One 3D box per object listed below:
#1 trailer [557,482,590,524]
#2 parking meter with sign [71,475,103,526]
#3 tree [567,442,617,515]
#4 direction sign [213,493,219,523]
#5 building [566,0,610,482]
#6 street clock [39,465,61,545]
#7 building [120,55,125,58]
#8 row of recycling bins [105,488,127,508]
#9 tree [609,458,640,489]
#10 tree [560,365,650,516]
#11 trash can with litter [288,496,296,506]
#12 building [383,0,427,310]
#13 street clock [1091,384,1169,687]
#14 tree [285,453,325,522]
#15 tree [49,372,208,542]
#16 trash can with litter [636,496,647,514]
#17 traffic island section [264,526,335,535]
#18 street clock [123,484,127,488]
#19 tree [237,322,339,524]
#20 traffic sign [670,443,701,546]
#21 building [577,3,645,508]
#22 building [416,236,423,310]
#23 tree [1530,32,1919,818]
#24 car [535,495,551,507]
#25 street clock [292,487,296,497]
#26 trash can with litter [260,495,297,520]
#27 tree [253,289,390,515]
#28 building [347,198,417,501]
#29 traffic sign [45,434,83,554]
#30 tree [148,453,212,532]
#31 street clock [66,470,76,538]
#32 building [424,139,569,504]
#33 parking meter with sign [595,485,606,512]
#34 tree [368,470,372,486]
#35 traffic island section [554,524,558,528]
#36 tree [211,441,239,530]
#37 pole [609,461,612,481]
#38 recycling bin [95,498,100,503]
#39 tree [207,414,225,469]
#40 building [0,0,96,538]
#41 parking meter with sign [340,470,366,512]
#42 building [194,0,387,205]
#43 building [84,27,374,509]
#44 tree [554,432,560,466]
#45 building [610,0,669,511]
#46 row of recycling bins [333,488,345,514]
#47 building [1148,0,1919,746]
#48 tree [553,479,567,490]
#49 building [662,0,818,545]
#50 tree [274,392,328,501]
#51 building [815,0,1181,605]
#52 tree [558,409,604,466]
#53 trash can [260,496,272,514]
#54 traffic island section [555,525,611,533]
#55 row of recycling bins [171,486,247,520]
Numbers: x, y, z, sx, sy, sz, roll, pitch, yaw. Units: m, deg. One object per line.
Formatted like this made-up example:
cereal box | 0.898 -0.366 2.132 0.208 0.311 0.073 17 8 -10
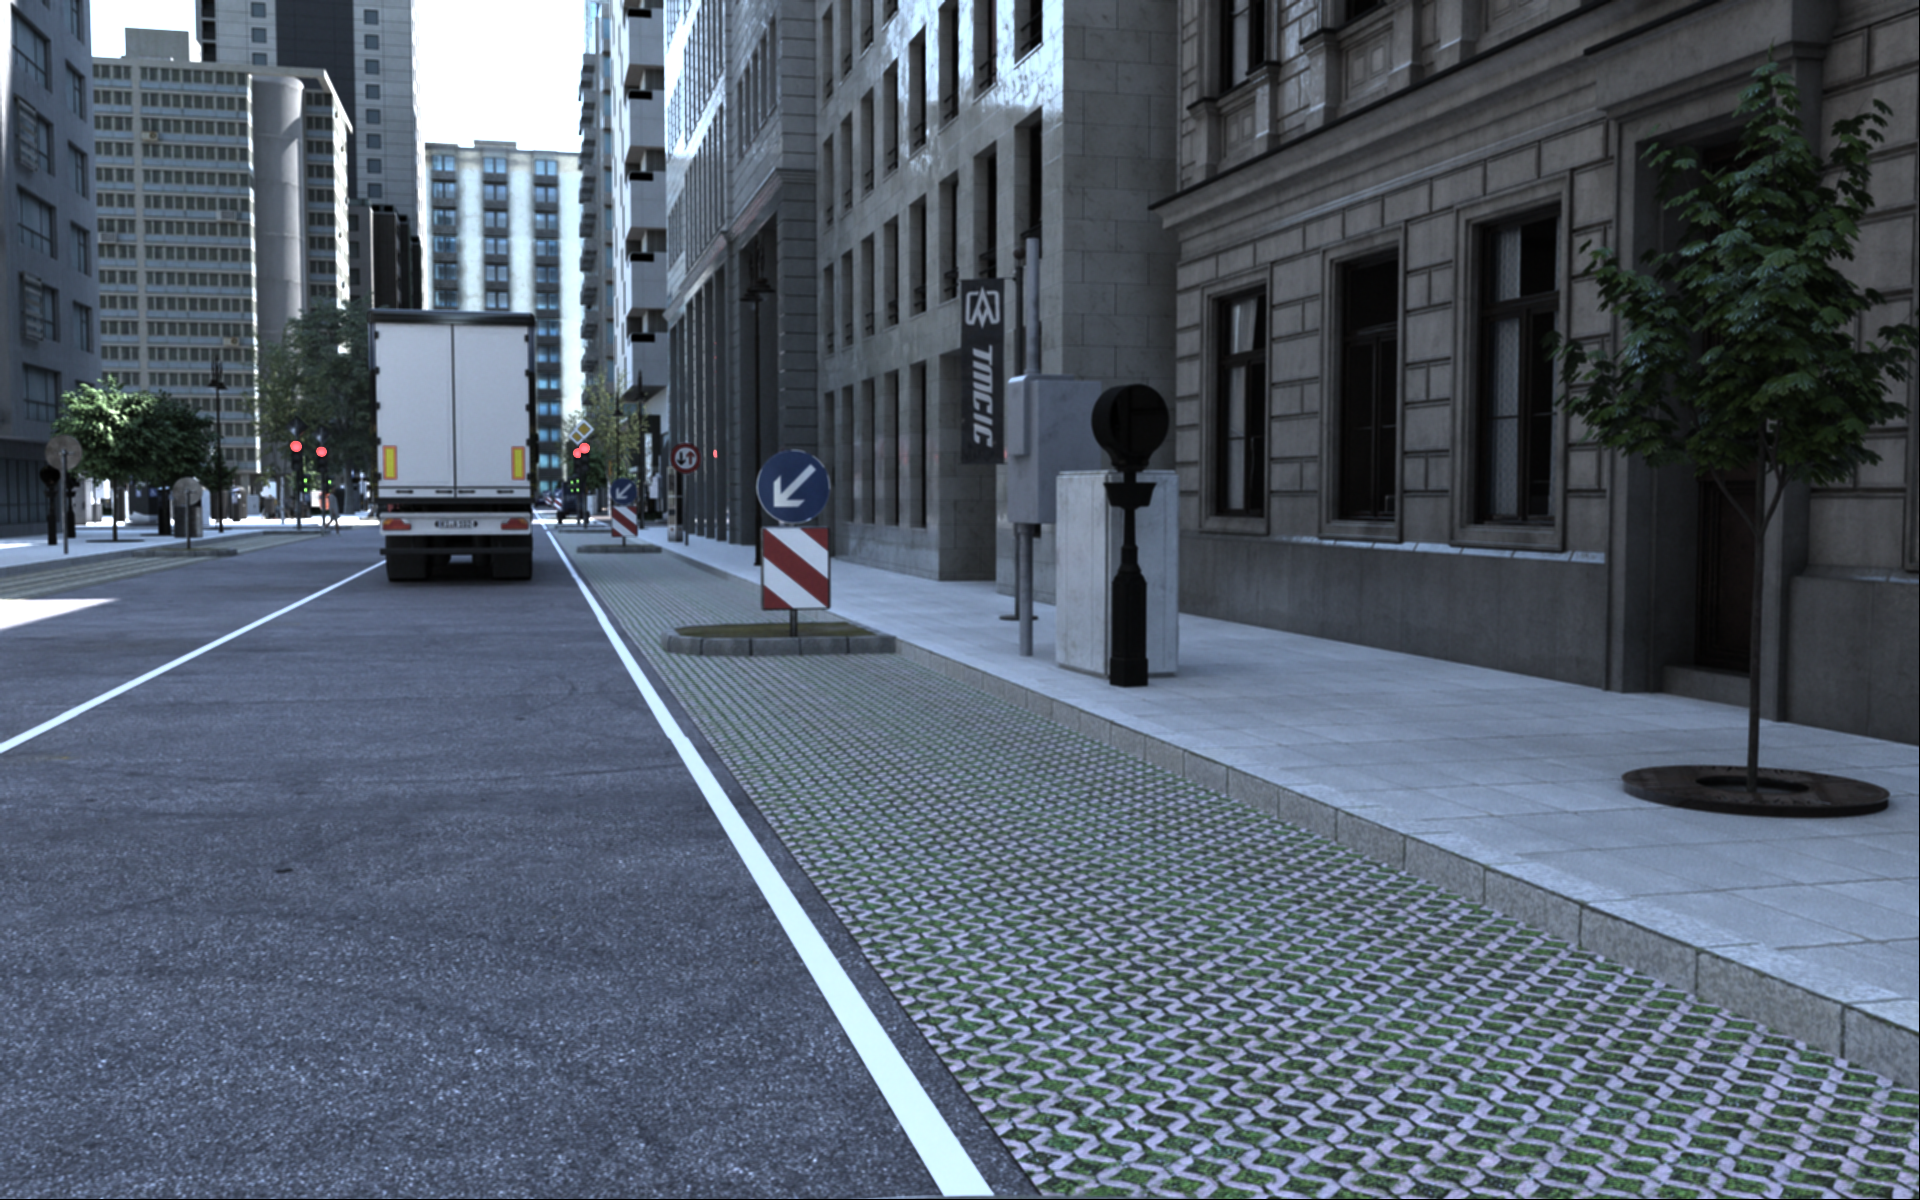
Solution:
trailer | -18.293 -4.567 81.711 1.471 1.999 3.904 -1 4 -15
parking meter with sign | -39.127 -4.954 77.259 0.543 3.016 1.738 1 4 20
tree | -22.708 -7.582 107.687 4.285 4.588 4.351 0 3 0
direction sign | -32.801 -5.165 76.449 0.379 3.537 0.876 -1 4 -22
building | -35.232 -54.554 204.635 22.319 86.520 31.000 -1 4 -14
street clock | -22.849 -2.384 43.549 0.471 2.002 0.358 -2 4 -24
building | -93.490 -34.986 195.714 21.600 48.544 21.300 -1 4 -14
row of recycling bins | -54.308 -6.410 111.911 1.069 1.692 3.534 -3 5 -42
tree | -18.082 -5.983 92.428 1.663 3.219 1.824 0 3 0
tree | -20.079 -9.159 100.111 4.737 8.622 4.395 0 3 0
trash can with litter | -47.624 -6.865 123.631 0.624 1.170 1.055 0 4 -4
building | -73.241 -46.653 201.030 20.611 71.187 20.563 -1 4 -14
street clock | 1.131 -0.427 11.552 0.471 2.002 0.358 -2 4 -26
tree | -30.365 -5.223 80.004 1.663 3.219 1.824 0 3 0
tree | -22.777 -3.844 46.571 4.285 4.588 4.351 0 3 0
trash can with litter | -17.912 -5.337 98.651 1.055 1.170 0.624 1 4 18
traffic island section | -23.745 -2.440 62.170 2.009 0.180 2.903 -1 4 -14
street clock | -58.868 -7.204 122.354 0.358 2.002 0.471 1 4 20
tree | -29.231 -7.615 74.862 4.737 8.622 4.395 0 3 0
traffic sign | -6.805 -2.627 43.057 0.768 2.556 0.104 0 4 -6
building | -26.940 -33.996 175.449 23.786 49.044 30.456 -1 4 -14
building | -64.833 -25.256 184.640 14.160 30.474 14.107 -1 4 -14
tree | 3.492 -0.778 7.323 1.663 3.219 1.824 0 3 0
car | -45.721 -10.841 189.826 1.945 1.354 3.894 -1 4 -14
street clock | -52.689 -8.121 137.342 0.471 2.002 0.358 -1 4 -12
trash can with litter | -33.709 -4.564 85.673 2.233 1.210 1.678 -2 4 -35
tree | -37.864 -12.230 106.623 9.857 13.997 8.962 0 3 0
building | -61.519 -24.382 170.340 14.160 30.474 14.107 -1 4 -14
traffic sign | -19.160 -2.259 37.045 0.768 2.556 0.104 0 4 -6
tree | -26.774 -3.941 59.038 1.663 3.219 1.824 0 3 0
street clock | -25.961 -2.811 50.530 0.358 2.002 0.471 0 4 -7
building | -63.181 -37.747 236.778 30.456 49.044 23.786 -1 4 -14
parking meter with sign | -25.422 -7.635 121.085 1.738 3.016 0.543 2 4 29
tree | -44.291 -9.202 134.166 4.285 4.588 4.351 0 3 0
traffic island section | -15.906 -3.063 72.364 2.009 0.180 2.903 -1 4 -14
tree | -26.723 -4.148 62.427 1.663 3.219 1.824 0 3 0
pole | -21.309 -6.832 105.548 0.158 3.312 0.155 0 3 0
recycling bin | -64.879 -7.157 129.578 0.722 1.027 0.722 1 4 12
tree | -24.648 -4.286 53.797 4.285 4.588 4.351 0 3 0
building | -34.795 -22.544 52.188 14.086 41.232 14.154 -1 4 -14
parking meter with sign | -43.274 -7.792 123.665 0.543 3.016 1.738 2 4 32
building | -87.417 -48.290 227.796 20.611 71.187 20.563 -1 4 -14
building | -66.195 -27.974 149.255 32.217 40.220 23.993 -1 4 -14
tree | -34.347 -12.565 155.801 4.737 8.622 4.395 0 3 0
building | -11.813 -33.069 129.909 28.713 52.752 27.495 -1 4 -14
row of recycling bins | -40.296 -6.457 112.677 1.069 1.692 3.534 -1 4 -10
building | 9.006 -8.958 11.094 10.561 19.102 19.286 -1 4 -14
tree | -48.882 -13.258 211.361 1.663 3.219 1.824 0 3 0
building | -2.008 -16.707 50.649 11.434 29.767 29.804 -1 4 -14
tree | -45.885 -10.411 120.577 4.360 8.622 3.978 0 3 0
building | 4.139 -10.625 28.466 10.420 20.320 16.860 -1 4 -14
tree | -32.759 -12.207 149.948 4.360 8.622 3.978 0 3 0
trash can | -42.934 -5.845 107.225 0.748 1.137 0.748 0 3 0
traffic island section | -13.956 -2.590 64.620 2.009 0.180 2.903 -1 4 -14
row of recycling bins | -37.612 -4.876 86.834 3.534 1.692 1.069 -3 4 -37
